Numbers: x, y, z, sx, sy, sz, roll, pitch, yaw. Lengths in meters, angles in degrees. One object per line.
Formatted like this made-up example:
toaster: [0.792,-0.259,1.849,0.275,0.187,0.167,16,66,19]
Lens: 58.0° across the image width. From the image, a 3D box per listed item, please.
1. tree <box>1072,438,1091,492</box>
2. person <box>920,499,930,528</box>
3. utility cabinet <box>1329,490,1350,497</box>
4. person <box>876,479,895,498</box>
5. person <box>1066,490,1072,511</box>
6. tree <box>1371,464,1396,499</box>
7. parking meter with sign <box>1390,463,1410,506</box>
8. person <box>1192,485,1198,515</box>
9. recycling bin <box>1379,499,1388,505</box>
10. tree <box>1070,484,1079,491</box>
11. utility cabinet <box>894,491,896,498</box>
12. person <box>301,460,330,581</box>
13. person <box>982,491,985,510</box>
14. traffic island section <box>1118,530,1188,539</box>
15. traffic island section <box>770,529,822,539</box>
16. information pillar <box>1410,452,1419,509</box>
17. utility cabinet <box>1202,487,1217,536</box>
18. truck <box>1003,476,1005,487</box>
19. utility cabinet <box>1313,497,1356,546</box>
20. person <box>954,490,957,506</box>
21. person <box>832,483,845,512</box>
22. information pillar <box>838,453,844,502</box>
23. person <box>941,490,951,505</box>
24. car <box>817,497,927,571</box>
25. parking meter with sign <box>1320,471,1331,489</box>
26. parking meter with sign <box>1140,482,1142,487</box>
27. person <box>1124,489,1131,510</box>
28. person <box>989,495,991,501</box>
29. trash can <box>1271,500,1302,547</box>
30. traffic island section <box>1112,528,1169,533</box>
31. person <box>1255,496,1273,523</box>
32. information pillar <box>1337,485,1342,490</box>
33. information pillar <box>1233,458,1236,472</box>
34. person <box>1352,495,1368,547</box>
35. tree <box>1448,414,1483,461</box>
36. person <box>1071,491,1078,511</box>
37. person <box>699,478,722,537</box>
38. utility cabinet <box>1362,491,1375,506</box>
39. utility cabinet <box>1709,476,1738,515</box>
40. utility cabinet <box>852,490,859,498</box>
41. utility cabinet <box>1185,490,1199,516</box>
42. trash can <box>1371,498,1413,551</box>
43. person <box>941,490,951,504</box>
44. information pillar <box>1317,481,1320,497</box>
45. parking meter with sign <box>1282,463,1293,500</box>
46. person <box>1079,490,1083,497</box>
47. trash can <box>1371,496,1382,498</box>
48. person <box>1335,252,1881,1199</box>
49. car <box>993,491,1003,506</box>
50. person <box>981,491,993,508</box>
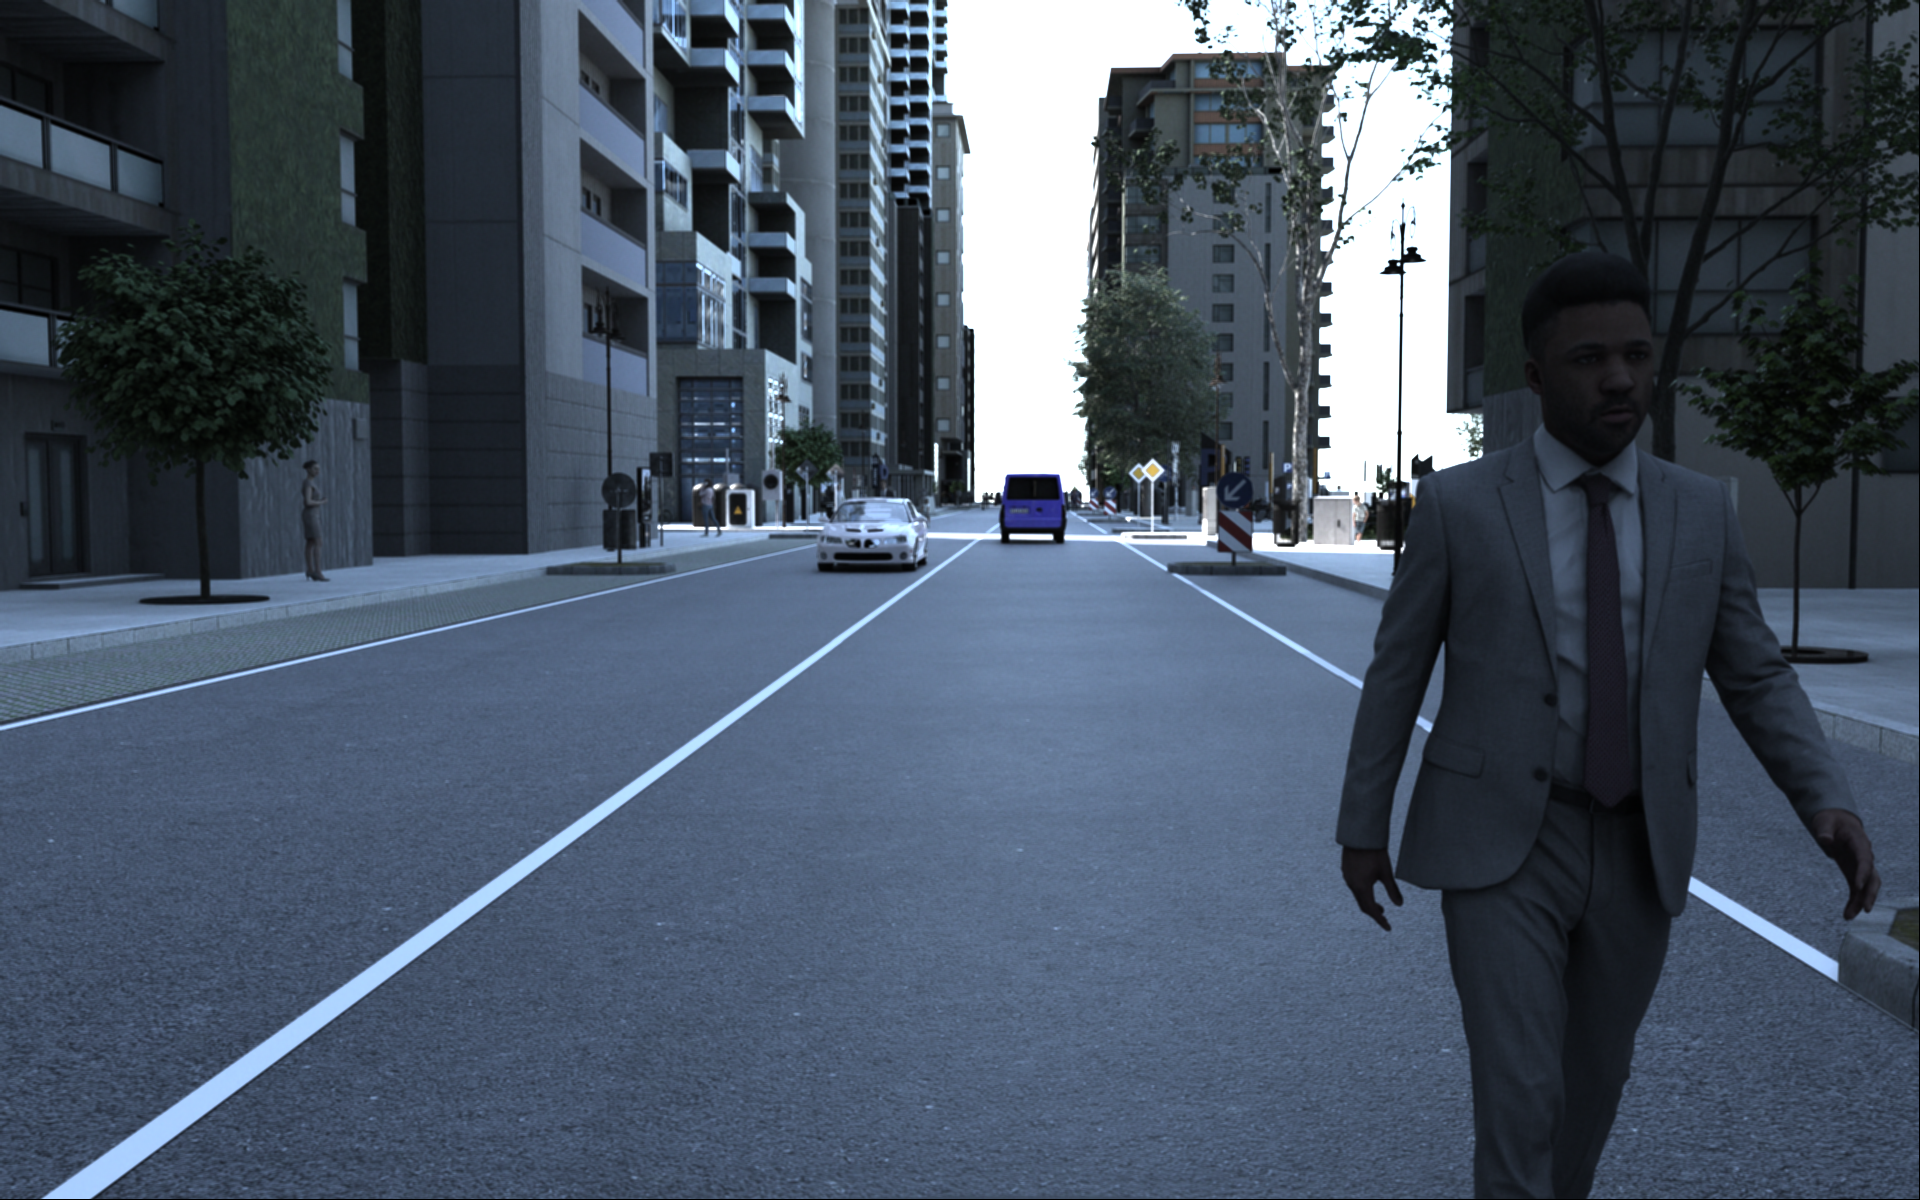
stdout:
tree: [16.253,-16.624,222.171,4.737,8.622,4.395,0,3,0]
person: [-1.475,-3.682,73.717,0.505,1.210,0.382,1,4,20]
utility cabinet: [22.135,-5.644,100.959,1.173,1.500,0.318,-1,4,-10]
person: [-2.077,-2.436,48.100,0.659,1.850,0.755,1,4,14]
person: [9.227,-8.592,149.069,0.705,1.814,1.350,3,5,45]
tree: [26.852,-7.046,109.807,1.663,3.219,1.824,0,3,0]
parking meter with sign: [25.172,-6.204,97.692,1.738,3.016,0.543,3,4,36]
person: [14.463,-6.238,107.947,0.836,1.842,0.656,1,4,15]
recycling bin: [22.579,-4.818,91.334,0.722,1.027,0.722,3,5,39]
tree: [19.097,-18.072,290.074,1.663,3.219,1.824,0,3,0]
utility cabinet: [-4.264,-6.270,111.185,0.318,1.500,1.173,0,4,-3]
person: [-9.535,-1.177,25.621,0.374,1.781,0.599,-2,4,-23]
person: [2.163,-8.953,155.590,0.721,1.736,1.217,0,4,-7]
traffic island section: [6.285,-2.075,56.209,2.009,0.180,2.903,0,4,3]
traffic island section: [-5.044,-2.108,56.742,2.009,0.180,2.903,0,4,3]
information pillar: [25.231,-6.405,96.078,0.504,3.616,0.183,-1,4,-11]
utility cabinet: [7.635,-2.716,53.091,0.318,1.500,1.173,0,4,1]
truck: [8.271,-17.457,274.334,2.839,4.237,11.283,0,4,2]
utility cabinet: [9.310,-1.953,43.092,1.020,1.237,0.306,3,5,39]
person: [-0.442,-11.387,192.743,0.721,1.766,1.217,0,4,6]
person: [-5.619,-4.573,81.157,0.694,1.780,0.624,1,4,17]
information pillar: [-6.238,-6.031,89.953,0.183,3.616,0.504,-3,5,-41]
person: [-1.793,-12.444,209.518,1.348,1.821,0.705,0,4,3]
car: [-1.657,-1.312,33.811,2.083,1.381,4.827,0,4,3]
parking meter with sign: [27.299,-8.203,130.379,0.543,3.016,1.738,2,4,35]
parking meter with sign: [11.599,-6.861,108.438,0.543,3.016,1.738,1,4,18]
person: [13.634,-8.232,141.442,0.742,1.727,0.445,2,4,26]
person: [4.827,-16.307,278.358,0.421,1.427,0.697,-2,4,-25]
trash can: [7.876,-1.845,41.813,0.748,1.137,0.748,0,3,0]
traffic island section: [6.658,-2.563,64.185,2.009,0.180,2.903,0,4,3]
person: [13.928,-4.362,77.583,1.509,1.804,0.699,-1,4,-14]
information pillar: [30.161,-8.151,137.767,0.304,2.012,0.304,-3,5,-44]
information pillar: [17.917,-7.440,112.994,0.183,3.616,0.504,1,4,21]
person: [9.663,-1.903,41.840,0.352,1.250,0.332,-1,4,-23]
tree: [31.648,-9.519,105.994,4.737,8.622,4.395,0,3,0]
person: [9.430,-8.161,142.844,0.541,1.710,0.530,1,4,9]
person: [-7.486,-2.775,52.002,0.643,1.750,0.593,1,4,17]
utility cabinet: [31.954,-7.746,135.325,1.173,1.500,0.318,-1,4,-22]
utility cabinet: [9.137,-0.804,21.831,1.173,1.500,0.318,3,5,42]
utility cabinet: [-5.230,-4.749,86.317,0.318,1.500,1.173,0,4,0]
utility cabinet: [13.398,-5.608,100.364,0.318,1.500,1.173,-1,4,-11]
trash can: [9.803,-1.700,39.454,0.748,1.137,0.748,0,3,0]
person: [-1.740,-12.745,214.436,1.348,1.822,0.705,0,4,-6]
information pillar: [19.834,-5.613,96.264,0.304,2.012,0.304,1,4,18]
parking meter with sign: [18.172,-6.089,95.819,0.543,3.016,1.738,0,4,6]
person: [17.505,-15.125,252.969,1.348,1.869,0.705,-3,5,-44]
trash can: [26.845,-6.118,111.683,0.748,1.137,0.748,0,3,0]
person: [0.953,0.371,2.708,0.678,1.792,0.850,0,4,1]
car: [5.283,-12.583,214.398,2.281,1.827,5.304,0,4,4]
person: [2.695,-10.073,173.902,1.217,1.736,0.721,0,4,4]
